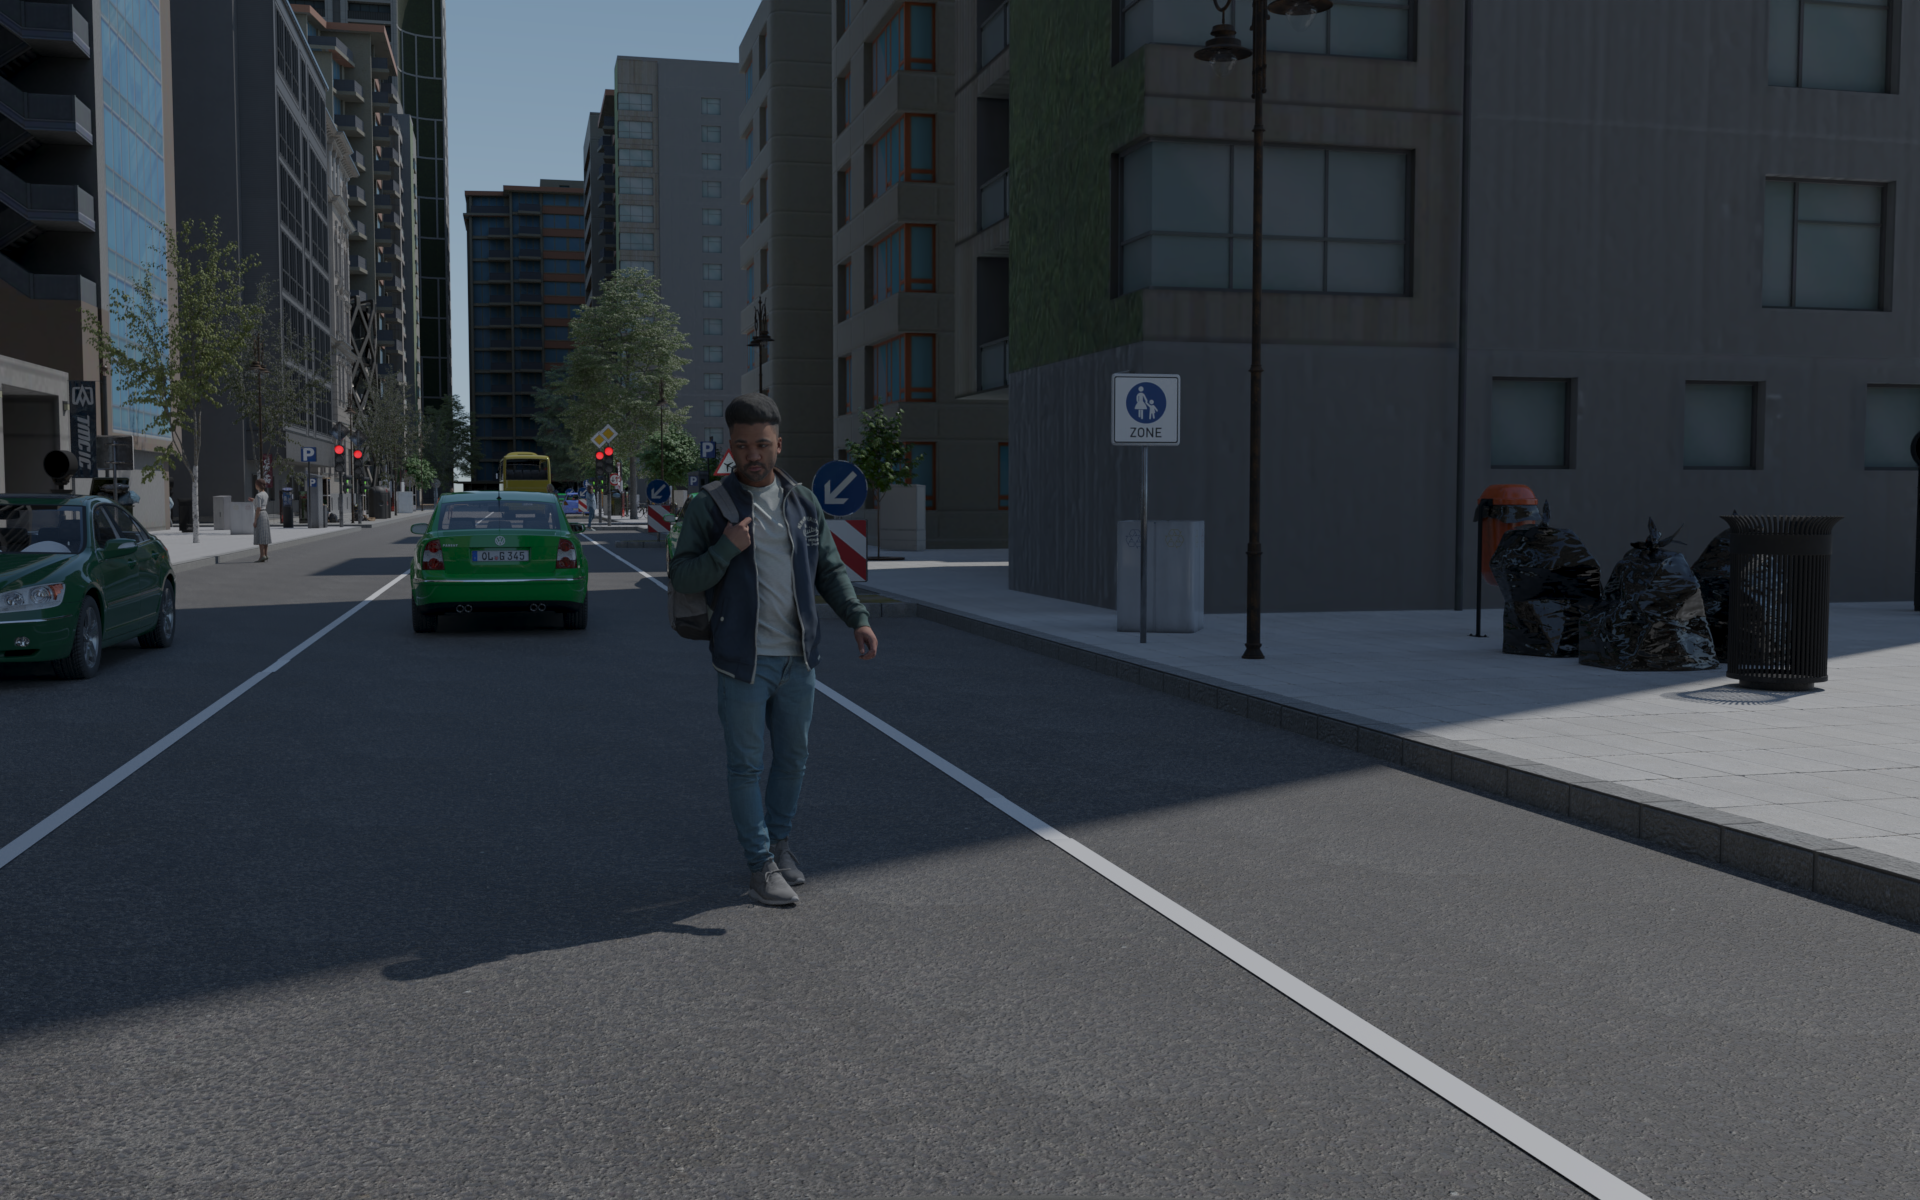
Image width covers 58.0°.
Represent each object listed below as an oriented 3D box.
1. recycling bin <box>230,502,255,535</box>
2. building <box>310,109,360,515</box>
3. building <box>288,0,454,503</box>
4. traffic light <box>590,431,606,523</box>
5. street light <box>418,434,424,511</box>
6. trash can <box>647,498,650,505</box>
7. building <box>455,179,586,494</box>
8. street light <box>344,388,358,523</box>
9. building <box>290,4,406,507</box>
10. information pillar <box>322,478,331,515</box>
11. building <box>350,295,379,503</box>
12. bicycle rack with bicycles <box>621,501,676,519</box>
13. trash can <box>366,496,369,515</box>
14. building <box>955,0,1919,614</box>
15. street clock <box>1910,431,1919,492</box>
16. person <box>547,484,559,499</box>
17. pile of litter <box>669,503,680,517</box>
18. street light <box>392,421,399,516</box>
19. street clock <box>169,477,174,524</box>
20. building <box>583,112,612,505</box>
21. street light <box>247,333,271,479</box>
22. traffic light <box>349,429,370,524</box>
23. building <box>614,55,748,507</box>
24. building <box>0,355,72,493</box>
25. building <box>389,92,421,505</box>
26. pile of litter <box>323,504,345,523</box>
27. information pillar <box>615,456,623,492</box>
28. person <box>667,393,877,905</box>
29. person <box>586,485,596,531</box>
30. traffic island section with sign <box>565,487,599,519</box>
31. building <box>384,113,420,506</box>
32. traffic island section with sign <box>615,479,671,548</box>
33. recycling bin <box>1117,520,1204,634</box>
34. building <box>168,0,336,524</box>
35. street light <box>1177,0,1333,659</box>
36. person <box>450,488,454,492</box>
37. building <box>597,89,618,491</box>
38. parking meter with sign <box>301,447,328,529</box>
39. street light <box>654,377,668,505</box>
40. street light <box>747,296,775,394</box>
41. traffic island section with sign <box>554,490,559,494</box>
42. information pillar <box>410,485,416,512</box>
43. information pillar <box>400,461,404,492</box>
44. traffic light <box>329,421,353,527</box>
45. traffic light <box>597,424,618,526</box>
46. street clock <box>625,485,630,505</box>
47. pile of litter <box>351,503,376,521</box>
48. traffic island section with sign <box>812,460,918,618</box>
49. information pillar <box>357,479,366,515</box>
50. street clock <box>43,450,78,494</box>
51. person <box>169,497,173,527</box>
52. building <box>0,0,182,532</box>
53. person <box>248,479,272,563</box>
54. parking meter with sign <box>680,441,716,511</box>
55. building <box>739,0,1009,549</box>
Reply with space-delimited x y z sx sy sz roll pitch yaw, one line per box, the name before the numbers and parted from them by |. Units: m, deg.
recycling bin | -22.699 -2.588 54.865 0.722 1.027 0.722 -1 4 -16
building | -45.649 -19.630 108.338 14.401 28.519 23.554 -1 4 -14
building | -80.677 -48.823 236.500 20.611 71.187 20.563 -1 4 -14
traffic light | -16.030 -5.385 76.971 0.839 4.253 0.868 -1 4 -14
street light | -40.435 -9.619 130.061 0.468 5.910 1.993 -1 4 -14
trash can | -25.739 -8.111 144.260 0.748 1.137 0.748 0 3 0
building | -56.175 -36.036 243.813 28.867 44.769 22.147 -1 4 -14
street light | -26.503 -6.278 75.431 0.468 5.910 1.993 -1 4 -14
building | -62.869 -30.768 157.682 22.147 44.769 28.867 -1 4 -14
information pillar | -28.797 -4.538 78.686 0.304 2.012 0.304 0 4 6
building | -52.044 -15.943 128.114 16.820 18.784 16.811 -1 4 -14
bicycle rack with bicycles | -16.505 -4.736 90.810 2.852 0.926 2.925 -2 4 -32
trash can | -37.249 -5.927 108.555 0.748 1.137 0.748 0 3 0
building | 7.034 -20.906 25.404 14.154 41.232 14.086 -1 4 -14
street clock | 10.302 -0.840 18.302 0.471 2.002 0.358 1 4 18
person | -14.598 -3.254 61.882 0.537 1.800 0.526 0 4 6
pile of litter | -15.904 -5.033 96.260 1.719 0.858 1.176 1 4 9
street light | -33.514 -7.948 102.735 0.468 5.910 1.993 -1 4 -14
street clock | -33.673 -4.235 73.809 0.358 2.002 0.471 -3 5 -41
building | -34.678 -36.011 212.480 21.300 48.544 21.600 -1 4 -14
street light | -20.111 -4.711 49.810 0.468 5.910 1.993 -1 4 -14
traffic light | -25.825 -5.232 74.469 0.839 4.253 0.868 -1 4 -14
building | -26.005 -29.554 166.798 14.154 41.232 14.086 -1 4 -14
building | -26.772 -35.955 26.123 20.563 71.187 20.611 -1 4 -14
building | -74.920 -35.417 202.771 21.600 48.544 21.300 -1 4 -14
pile of litter | -28.412 -3.877 77.348 1.719 0.858 1.176 0 4 -1
information pillar | -21.186 -7.105 107.518 0.504 3.616 0.183 2 4 24
person | -0.703 0.166 6.140 0.623 1.781 0.721 -3 5 -43
person | -14.317 -3.567 67.091 0.793 1.790 0.793 -2 4 -32
traffic island section with sign | -22.108 -5.654 101.073 1.989 1.847 2.006 -1 4 -14
building | -64.101 -30.336 179.595 14.154 41.232 14.086 -1 4 -14
traffic island section with sign | -8.354 -2.350 47.057 1.989 1.847 2.006 -1 4 -14
recycling bin | 1.896 -0.231 16.327 0.722 1.027 0.722 1 4 16
building | -39.639 -17.852 85.390 14.314 27.812 24.014 -1 4 -14
street light | 2.289 -2.481 13.344 0.468 5.910 1.993 -1 4 -14
person | -28.858 -5.470 98.281 0.374 1.781 0.599 2 4 35
building | -27.703 -32.645 188.378 22.147 44.769 28.867 -1 4 -14
parking meter with sign | -24.140 -4.196 64.865 0.543 3.016 1.738 0 4 -6
street light | -11.818 -5.865 68.681 0.468 5.910 1.993 -1 4 -14
street light | -4.672 -4.151 40.660 0.468 5.910 1.993 -1 4 -14
traffic island section with sign | -28.833 -7.272 127.519 1.989 1.847 2.006 -1 4 -14
information pillar | -40.260 -7.523 127.494 0.304 2.012 0.304 2 4 34
information pillar | -38.292 -7.803 118.941 0.183 3.616 0.504 0 4 0
traffic light | -23.854 -4.759 66.730 0.839 4.253 0.868 -1 4 -14
traffic light | -14.058 -4.912 69.233 0.839 4.253 0.868 -1 4 -14
street clock | -25.874 -7.960 134.709 0.471 2.002 0.358 3 4 38
pile of litter | -28.387 -4.184 82.366 1.176 0.858 1.719 -1 4 -16
traffic island section with sign | -1.687 -0.753 20.936 1.989 1.847 2.006 -1 4 -14
information pillar | -29.773 -4.996 86.184 0.304 2.012 0.304 0 4 5
street clock | -14.797 -1.466 28.538 0.471 2.002 0.358 0 4 7
person | -31.036 -3.509 67.686 0.589 1.601 0.330 1 4 18
building | -33.371 -24.649 53.122 14.200 45.320 14.600 -1 4 -14
person | -14.738 -1.668 36.338 0.524 1.755 0.480 0 4 1
parking meter with sign | -8.589 -3.693 56.635 0.543 3.016 1.738 1 4 18
building | 8.423 -12.947 56.731 27.650 21.520 28.899 -1 4 -14
